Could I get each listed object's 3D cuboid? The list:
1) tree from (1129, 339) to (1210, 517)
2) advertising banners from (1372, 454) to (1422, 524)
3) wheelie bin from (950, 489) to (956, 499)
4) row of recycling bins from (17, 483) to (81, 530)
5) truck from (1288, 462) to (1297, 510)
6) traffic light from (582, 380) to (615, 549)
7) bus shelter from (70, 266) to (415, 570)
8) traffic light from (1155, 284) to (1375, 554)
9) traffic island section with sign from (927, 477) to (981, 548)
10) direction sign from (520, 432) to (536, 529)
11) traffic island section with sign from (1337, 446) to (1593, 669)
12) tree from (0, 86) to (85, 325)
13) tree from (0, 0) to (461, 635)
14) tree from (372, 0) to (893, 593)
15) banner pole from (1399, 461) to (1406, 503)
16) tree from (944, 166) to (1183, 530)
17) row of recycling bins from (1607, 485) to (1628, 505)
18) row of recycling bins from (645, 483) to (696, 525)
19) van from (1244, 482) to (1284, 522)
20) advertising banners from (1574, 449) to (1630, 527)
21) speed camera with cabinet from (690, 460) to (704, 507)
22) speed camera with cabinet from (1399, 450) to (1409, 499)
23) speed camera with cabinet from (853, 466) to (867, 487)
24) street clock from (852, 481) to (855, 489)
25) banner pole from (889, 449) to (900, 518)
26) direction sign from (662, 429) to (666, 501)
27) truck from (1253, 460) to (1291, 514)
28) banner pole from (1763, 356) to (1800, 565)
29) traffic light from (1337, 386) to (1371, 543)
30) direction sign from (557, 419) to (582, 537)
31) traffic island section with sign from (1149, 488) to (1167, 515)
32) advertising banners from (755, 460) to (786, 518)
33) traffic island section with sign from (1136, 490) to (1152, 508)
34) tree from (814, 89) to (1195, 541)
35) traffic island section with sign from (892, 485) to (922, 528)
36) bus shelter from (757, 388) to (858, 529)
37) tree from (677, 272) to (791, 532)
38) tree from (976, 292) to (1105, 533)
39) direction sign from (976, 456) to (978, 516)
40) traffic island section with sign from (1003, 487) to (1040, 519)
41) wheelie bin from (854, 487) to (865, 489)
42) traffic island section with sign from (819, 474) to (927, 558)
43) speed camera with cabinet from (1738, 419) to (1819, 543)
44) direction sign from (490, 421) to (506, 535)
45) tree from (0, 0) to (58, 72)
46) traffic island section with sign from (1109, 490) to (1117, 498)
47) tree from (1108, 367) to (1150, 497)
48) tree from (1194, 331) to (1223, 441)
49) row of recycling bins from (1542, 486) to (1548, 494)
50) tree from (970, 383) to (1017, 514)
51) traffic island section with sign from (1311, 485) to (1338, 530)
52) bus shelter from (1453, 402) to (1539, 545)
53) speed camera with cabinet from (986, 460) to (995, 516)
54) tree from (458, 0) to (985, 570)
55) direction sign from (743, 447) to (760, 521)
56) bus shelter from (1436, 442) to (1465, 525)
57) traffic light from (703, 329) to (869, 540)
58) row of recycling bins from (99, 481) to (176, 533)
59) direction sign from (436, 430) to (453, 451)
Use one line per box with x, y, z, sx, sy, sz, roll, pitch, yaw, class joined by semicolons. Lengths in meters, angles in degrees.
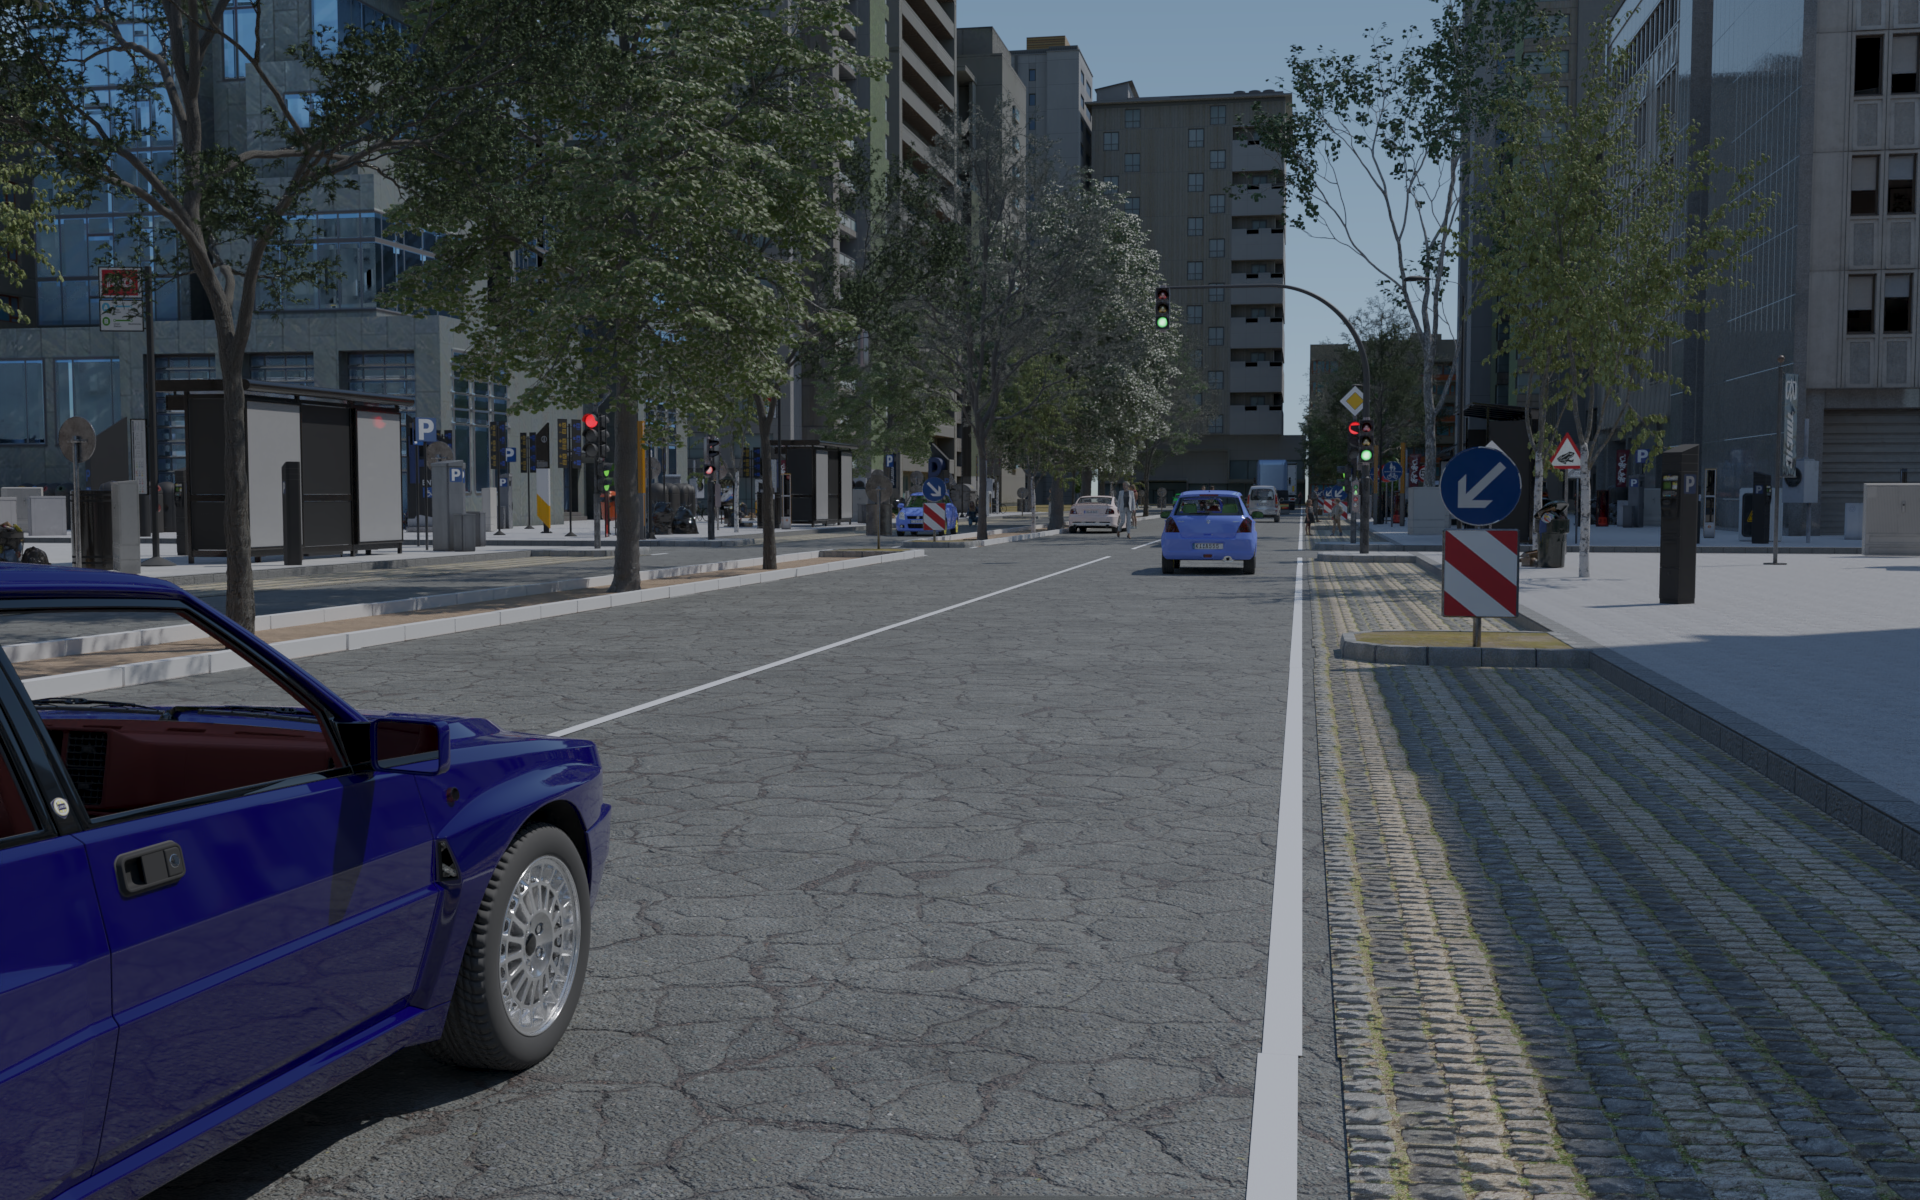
11.697;-10.984;107.803;9.928;11.665;9.643;0;3;0;tree
18.979;-4.837;75.279;2.074;3.025;0.090;1;4;15;advertising banners
-0.483;-5.895;104.290;0.980;1.594;0.693;-2;4;-31;wheelie bin
-33.154;-3.420;63.027;3.534;1.692;1.069;2;4;33;row of recycling bins
29.558;-10.419;159.267;2.839;4.237;11.283;1;4;10;truck
-8.501;-3.159;40.570;0.839;4.253;0.868;1;4;11;traffic light
-13.605;-3.391;33.081;2.179;5.291;8.768;1;4;11;bus shelter
6.613;-3.841;37.467;4.771;5.953;1.251;1;4;11;traffic light
-0.562;-2.373;46.931;2.006;1.907;1.989;1;4;11;traffic island section with sign
-15.844;-4.381;63.620;0.876;3.537;0.379;3;4;37;direction sign
4.381;-0.404;15.228;1.989;1.847;2.006;1;4;11;traffic island section with sign
-14.723;-4.558;24.880;4.737;8.622;4.395;0;3;0;tree
-6.506;-4.833;15.896;8.767;10.594;7.601;1;4;11;tree
-4.860;-6.398;25.189;7.486;12.596;7.792;0;3;0;tree
29.046;-7.566;113.719;0.863;3.779;0.401;1;4;9;banner pole
3.825;-9.743;68.411;9.857;13.997;8.962;0;3;0;tree
29.106;-4.253;76.653;1.069;1.692;3.534;1;4;19;row of recycling bins
-10.664;-3.488;64.140;1.069;1.692;3.534;1;4;12;row of recycling bins
15.610;-5.021;89.107;2.013;2.044;4.112;1;4;12;van
25.193;-4.389;67.946;2.074;3.025;0.090;0;4;7;advertising banners
-15.642;-6.466;100.054;0.660;3.252;2.038;2;4;31;speed camera with cabinet
20.452;-5.035;76.657;0.660;3.252;2.038;-3;5;-44;speed camera with cabinet
-6.077;-6.061;93.434;2.038;3.252;0.660;0;4;2;speed camera with cabinet
-5.789;-5.379;92.509;0.358;2.002;0.471;1;4;17;street clock
-3.495;-6.296;92.953;0.863;3.779;0.401;-1;4;-18;banner pole
-10.347;-4.194;60.576;0.379;3.537;0.876;-1;4;-16;direction sign
23.500;-8.600;130.367;2.967;4.110;18.799;1;4;10;truck
15.014;-2.539;31.527;0.863;3.779;0.401;-3;4;-36;banner pole
10.231;-3.432;45.036;0.839;4.253;0.868;1;4;11;traffic light
-11.782;-3.690;52.325;0.379;3.537;0.876;3;4;38;direction sign
14.002;-6.882;120.650;2.006;1.907;1.989;1;4;11;traffic island section with sign
-9.669;-5.666;88.833;2.074;3.025;0.090;2;4;33;advertising banners
18.413;-10.194;175.306;1.989;1.847;2.006;1;4;11;traffic island section with sign
0.688;-8.554;52.690;12.009;13.543;11.850;0;3;0;tree
-1.881;-3.920;72.726;1.989;1.847;2.006;1;4;11;traffic island section with sign
-6.138;-5.538;68.174;2.179;5.291;8.768;1;4;11;bus shelter
-7.542;-6.577;57.900;4.737;8.622;4.395;0;3;0;tree
2.612;-6.634;61.287;4.737;8.622;4.395;0;3;0;tree
1.001;-6.756;102.456;0.379;3.537;0.876;0;4;6;direction sign
3.601;-5.610;100.354;1.989;1.847;2.006;1;4;11;traffic island section with sign
-4.658;-4.492;81.346;0.980;1.594;0.693;0;4;3;wheelie bin
-2.008;-1.928;39.666;2.006;1.907;1.989;1;4;11;traffic island section with sign
21.774;-3.166;46.098;0.660;3.252;2.038;-2;4;-25;speed camera with cabinet
-14.373;-3.789;53.948;0.876;3.537;0.379;3;5;45;direction sign
-7.846;-3.499;10.033;4.360;8.622;3.978;0;3;0;tree
13.127;-8.559;148.565;1.989;1.847;2.006;1;4;11;traffic island section with sign
7.629;-8.168;86.368;4.737;8.622;4.395;0;3;0;tree
9.439;-11.189;95.766;12.009;13.543;11.850;0;3;0;tree
25.936;-4.560;81.671;3.534;1.692;1.069;2;4;33;row of recycling bins
2.509;-9.749;109.759;4.360;8.622;3.978;0;3;0;tree
15.054;-3.709;69.274;1.989;1.847;2.006;1;4;11;traffic island section with sign
14.493;-3.409;47.026;1.731;3.624;6.357;1;4;11;bus shelter
1.581;-6.518;100.904;0.660;3.252;2.038;1;4;11;speed camera with cabinet
-3.505;-5.865;32.759;8.767;10.594;7.601;1;4;11;tree
-10.060;-5.603;83.604;0.876;3.537;0.379;-1;4;-22;direction sign
19.975;-4.565;68.558;2.014;3.302;5.546;1;4;11;bus shelter
-4.883;-4.487;48.034;4.771;5.953;1.251;1;4;11;traffic light
-26.908;-3.039;56.808;1.069;1.692;3.534;1;4;11;row of recycling bins
-18.303;-4.241;61.341;0.876;3.537;0.379;2;4;25;direction sign
